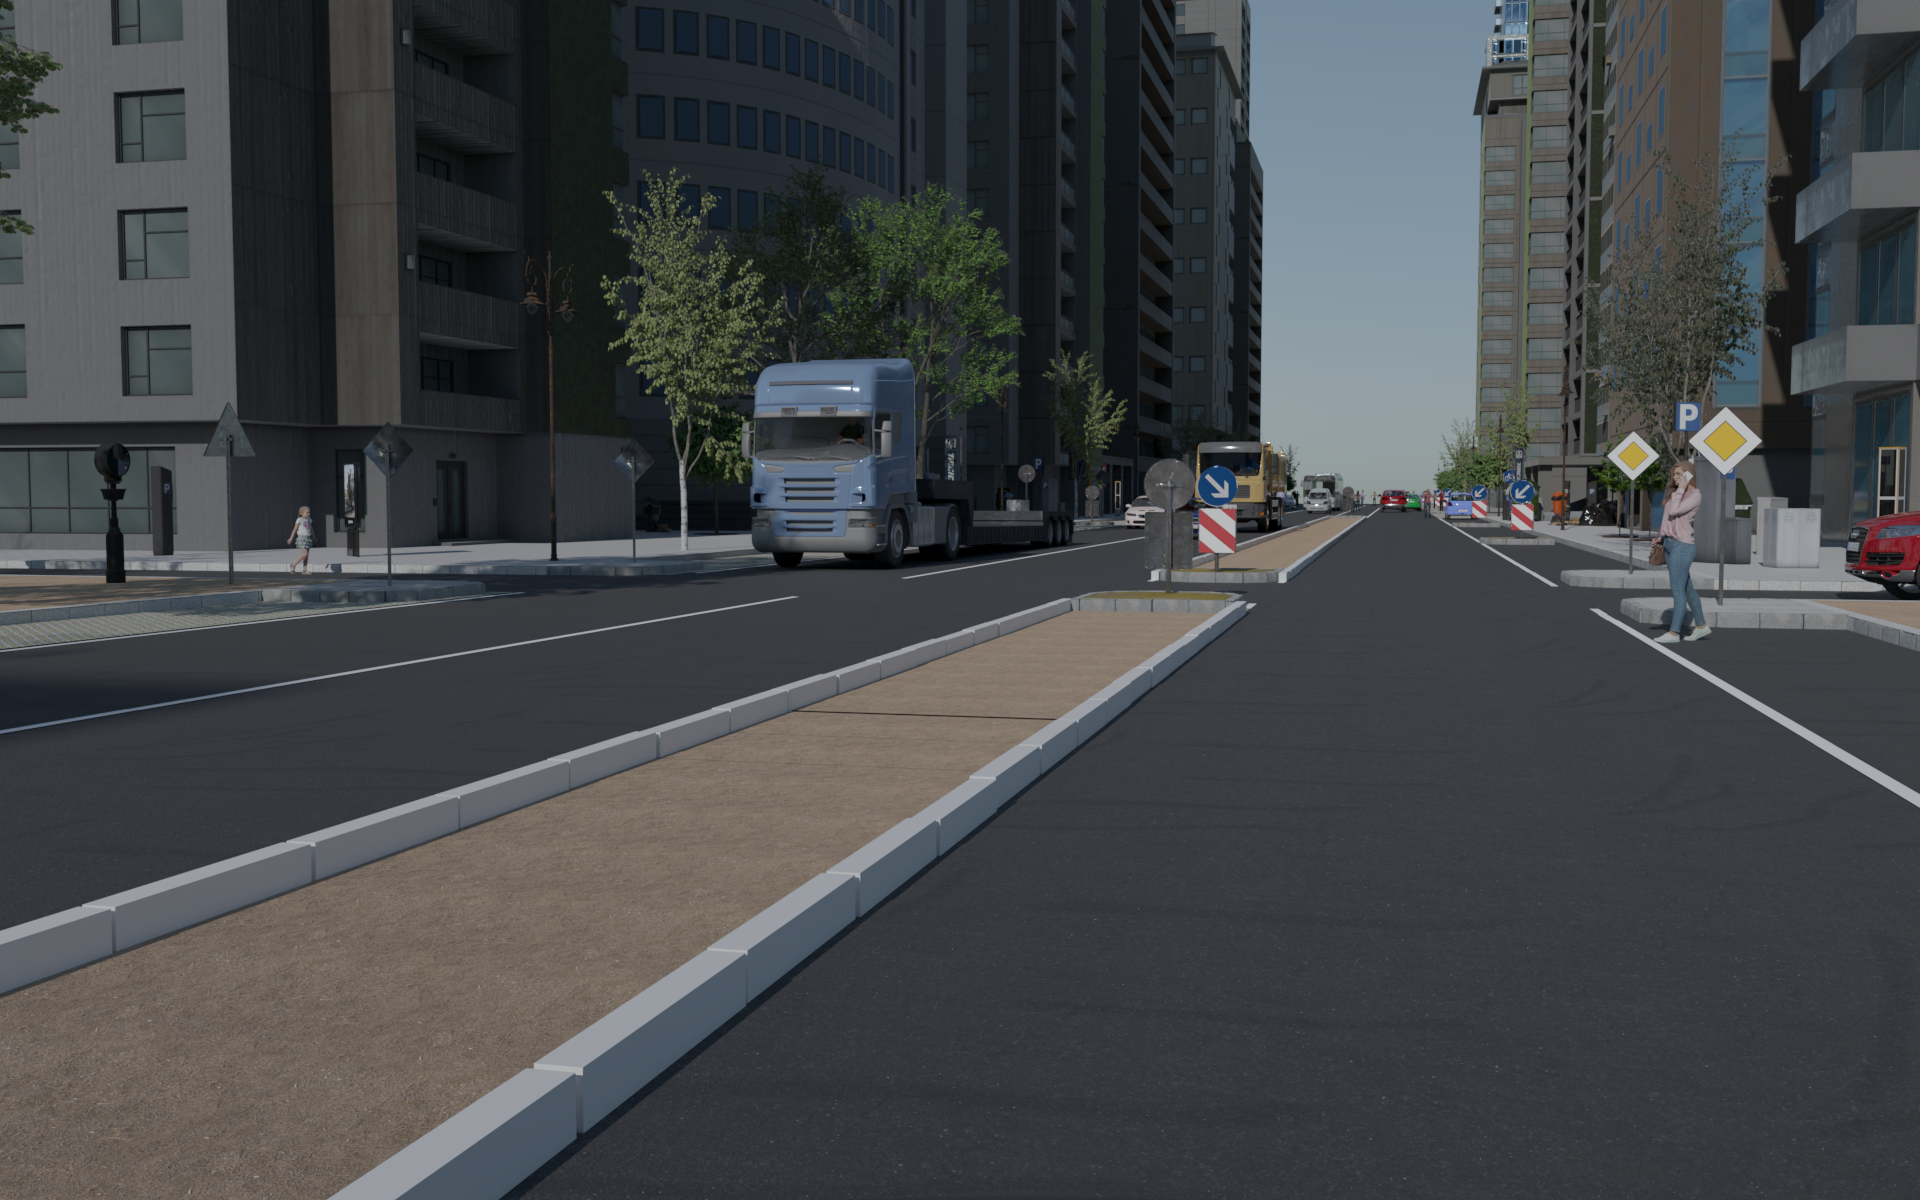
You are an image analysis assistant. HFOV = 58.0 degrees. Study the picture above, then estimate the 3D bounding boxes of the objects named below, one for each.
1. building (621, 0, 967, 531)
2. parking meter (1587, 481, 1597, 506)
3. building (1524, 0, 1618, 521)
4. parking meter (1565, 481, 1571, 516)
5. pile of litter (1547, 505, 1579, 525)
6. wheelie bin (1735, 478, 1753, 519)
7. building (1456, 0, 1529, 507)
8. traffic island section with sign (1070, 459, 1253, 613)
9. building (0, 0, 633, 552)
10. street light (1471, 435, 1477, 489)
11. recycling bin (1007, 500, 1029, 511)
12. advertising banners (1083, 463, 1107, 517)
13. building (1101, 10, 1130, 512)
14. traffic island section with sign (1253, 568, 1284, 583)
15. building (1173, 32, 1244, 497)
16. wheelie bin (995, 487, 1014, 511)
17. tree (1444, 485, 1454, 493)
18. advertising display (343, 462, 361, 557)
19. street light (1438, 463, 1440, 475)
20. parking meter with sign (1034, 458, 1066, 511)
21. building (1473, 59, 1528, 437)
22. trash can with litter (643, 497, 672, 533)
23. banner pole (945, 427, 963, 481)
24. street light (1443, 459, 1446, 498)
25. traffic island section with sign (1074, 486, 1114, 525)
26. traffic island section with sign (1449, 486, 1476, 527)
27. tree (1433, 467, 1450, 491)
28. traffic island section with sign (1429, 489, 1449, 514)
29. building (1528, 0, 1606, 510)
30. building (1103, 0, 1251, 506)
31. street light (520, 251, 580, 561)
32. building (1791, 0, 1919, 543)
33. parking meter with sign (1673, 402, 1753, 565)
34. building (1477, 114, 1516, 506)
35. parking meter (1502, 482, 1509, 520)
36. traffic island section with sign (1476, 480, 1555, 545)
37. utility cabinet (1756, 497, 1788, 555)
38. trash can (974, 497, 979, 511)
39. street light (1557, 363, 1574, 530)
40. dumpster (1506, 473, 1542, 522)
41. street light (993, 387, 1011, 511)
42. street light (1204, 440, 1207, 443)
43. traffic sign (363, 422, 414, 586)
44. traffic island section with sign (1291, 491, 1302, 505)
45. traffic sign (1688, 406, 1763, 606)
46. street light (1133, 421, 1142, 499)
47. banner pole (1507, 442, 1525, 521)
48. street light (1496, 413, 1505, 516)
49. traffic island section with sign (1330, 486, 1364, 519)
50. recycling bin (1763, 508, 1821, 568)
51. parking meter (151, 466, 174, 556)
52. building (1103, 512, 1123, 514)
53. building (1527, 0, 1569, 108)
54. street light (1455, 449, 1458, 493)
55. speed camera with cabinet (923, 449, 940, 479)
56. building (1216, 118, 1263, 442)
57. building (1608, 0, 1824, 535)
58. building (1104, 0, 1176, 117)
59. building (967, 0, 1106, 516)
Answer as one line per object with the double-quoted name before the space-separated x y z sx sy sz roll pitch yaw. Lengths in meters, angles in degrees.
"building" -13.274 -32.429 72.219 21.231 58.520 28.212 1 4 14
"parking meter" 27.482 -4.258 75.334 0.399 1.863 0.255 2 4 28
"building" 44.824 -23.969 83.768 32.217 40.220 23.993 1 4 14
"parking meter" 26.335 -4.253 75.253 0.255 1.863 0.399 2 4 34
"pile of litter" 25.347 -3.558 72.142 1.719 0.858 1.176 1 4 13
"wheelie bin" 15.056 -1.599 34.046 0.980 1.594 0.693 -1 4 -16
"building" 80.054 -56.380 234.481 22.319 86.520 31.000 1 4 14
"traffic island section with sign" 2.542 -0.834 21.777 2.006 1.907 1.989 1 4 14
"building" -17.925 -16.668 44.229 14.160 30.474 14.107 1 4 14
"street light" 40.142 -9.953 135.518 0.468 5.910 1.993 1 4 14
"recycling bin" 2.477 -3.769 74.170 0.722 1.027 0.722 3 4 39
"advertising banners" 7.510 -6.094 95.827 0.090 3.025 2.074 3 5 42
"building" 10.678 -44.105 159.373 20.563 71.187 20.611 1 4 14
"traffic island section with sign" 4.368 -1.273 28.956 2.006 1.907 1.989 1 4 14
"building" 18.074 -37.732 206.150 28.713 52.752 27.495 1 4 14
"wheelie bin" 2.077 -4.505 81.566 0.980 1.594 0.693 2 4 25
"tree" 57.851 -12.825 204.297 1.663 3.219 1.824 0 3 0
"advertising display" -12.492 -1.859 35.604 0.123 1.923 0.974 -2 4 -32
"street light" 70.299 -17.226 254.433 0.468 5.910 1.993 1 4 14
"parking meter with sign" 4.422 -5.400 84.543 1.738 3.016 0.543 -3 5 -44
"building" 76.219 -37.745 206.369 28.713 52.752 27.495 1 4 14
"trash can with litter" -10.108 -2.854 58.047 1.055 1.170 0.624 2 4 32
"banner pole" -0.182 -4.561 64.589 0.863 3.779 0.401 -1 4 -10
"street light" 60.783 -14.956 217.317 0.468 5.910 1.993 1 4 14
"traffic island section with sign" 6.043 -4.340 79.591 1.989 1.847 2.006 1 4 14
"traffic island section with sign" 22.674 -4.127 76.112 1.989 1.847 2.006 1 4 14
"tree" 53.506 -12.395 186.371 4.285 4.588 4.351 0 3 0
"traffic island section with sign" 34.988 -7.104 124.785 1.989 1.847 2.006 1 4 14
"building" 48.623 -41.176 111.476 20.563 71.187 20.611 1 4 14
"building" 32.955 -49.577 248.835 20.563 71.187 20.611 1 4 14
"street light" -7.797 -3.688 33.089 0.468 5.910 1.993 1 4 14
"building" 34.008 -25.405 34.974 30.456 49.044 23.786 1 4 14
"parking meter with sign" 14.036 -2.199 32.219 0.543 3.016 1.738 -1 4 -15
"building" 63.770 -30.872 188.345 14.154 41.232 14.086 1 4 14
"parking meter" 26.704 -4.833 84.733 0.255 1.863 0.399 1 4 9
"traffic island section with sign" 16.057 -2.529 49.979 1.989 1.847 2.006 1 4 14
"utility cabinet" 17.180 -1.557 36.626 0.306 1.237 1.020 3 5 44
"trash can" 0.409 -3.737 72.758 0.748 1.137 0.748 0 3 0
"street light" 21.412 -5.417 61.353 0.468 5.910 1.993 1 4 14
"dumpster" 26.484 -4.822 81.332 1.502 2.255 1.985 1 4 14
"street light" 1.719 -5.976 70.490 0.468 5.910 1.993 1 4 14
"street light" 20.447 -10.496 144.403 0.468 5.910 1.993 1 4 14
"traffic sign" -7.958 -1.252 24.119 0.795 2.450 0.064 1 4 14
"traffic island section with sign" 45.317 -13.835 234.822 1.989 1.847 2.006 1 4 14
"traffic sign" 8.757 -0.993 19.885 0.795 2.450 0.064 1 4 14
"street light" 10.893 -8.193 106.743 0.468 5.910 1.993 1 4 14
"banner pole" 26.565 -5.672 82.753 0.401 3.779 0.863 -2 4 -29
"street light" 30.893 -7.727 99.127 0.468 5.910 1.993 1 4 14
"traffic island section with sign" 22.790 -5.729 101.810 2.006 1.907 1.989 1 4 14
"recycling bin" 14.513 -1.081 30.231 0.722 1.027 0.722 0 4 5
"parking meter" -16.623 -1.859 36.103 0.255 1.863 0.399 1 4 12
"building" 1.183 -41.562 117.786 20.563 71.187 20.611 1 4 14
"building" 49.616 -27.303 130.000 14.154 41.232 14.086 1 4 14
"street light" 49.603 -12.259 173.219 0.468 5.910 1.993 1 4 14
"speed camera with cabinet" -0.980 -4.919 74.761 0.660 3.252 2.038 -1 4 -22
"building" 28.318 -37.019 228.968 21.300 48.544 21.600 1 4 14
"building" 30.385 -24.960 58.211 14.600 45.320 14.200 1 4 14
"building" 5.356 -31.558 139.678 21.300 48.544 21.600 1 4 14
"building" 0.259 -25.428 99.344 14.154 41.232 14.086 1 4 14
